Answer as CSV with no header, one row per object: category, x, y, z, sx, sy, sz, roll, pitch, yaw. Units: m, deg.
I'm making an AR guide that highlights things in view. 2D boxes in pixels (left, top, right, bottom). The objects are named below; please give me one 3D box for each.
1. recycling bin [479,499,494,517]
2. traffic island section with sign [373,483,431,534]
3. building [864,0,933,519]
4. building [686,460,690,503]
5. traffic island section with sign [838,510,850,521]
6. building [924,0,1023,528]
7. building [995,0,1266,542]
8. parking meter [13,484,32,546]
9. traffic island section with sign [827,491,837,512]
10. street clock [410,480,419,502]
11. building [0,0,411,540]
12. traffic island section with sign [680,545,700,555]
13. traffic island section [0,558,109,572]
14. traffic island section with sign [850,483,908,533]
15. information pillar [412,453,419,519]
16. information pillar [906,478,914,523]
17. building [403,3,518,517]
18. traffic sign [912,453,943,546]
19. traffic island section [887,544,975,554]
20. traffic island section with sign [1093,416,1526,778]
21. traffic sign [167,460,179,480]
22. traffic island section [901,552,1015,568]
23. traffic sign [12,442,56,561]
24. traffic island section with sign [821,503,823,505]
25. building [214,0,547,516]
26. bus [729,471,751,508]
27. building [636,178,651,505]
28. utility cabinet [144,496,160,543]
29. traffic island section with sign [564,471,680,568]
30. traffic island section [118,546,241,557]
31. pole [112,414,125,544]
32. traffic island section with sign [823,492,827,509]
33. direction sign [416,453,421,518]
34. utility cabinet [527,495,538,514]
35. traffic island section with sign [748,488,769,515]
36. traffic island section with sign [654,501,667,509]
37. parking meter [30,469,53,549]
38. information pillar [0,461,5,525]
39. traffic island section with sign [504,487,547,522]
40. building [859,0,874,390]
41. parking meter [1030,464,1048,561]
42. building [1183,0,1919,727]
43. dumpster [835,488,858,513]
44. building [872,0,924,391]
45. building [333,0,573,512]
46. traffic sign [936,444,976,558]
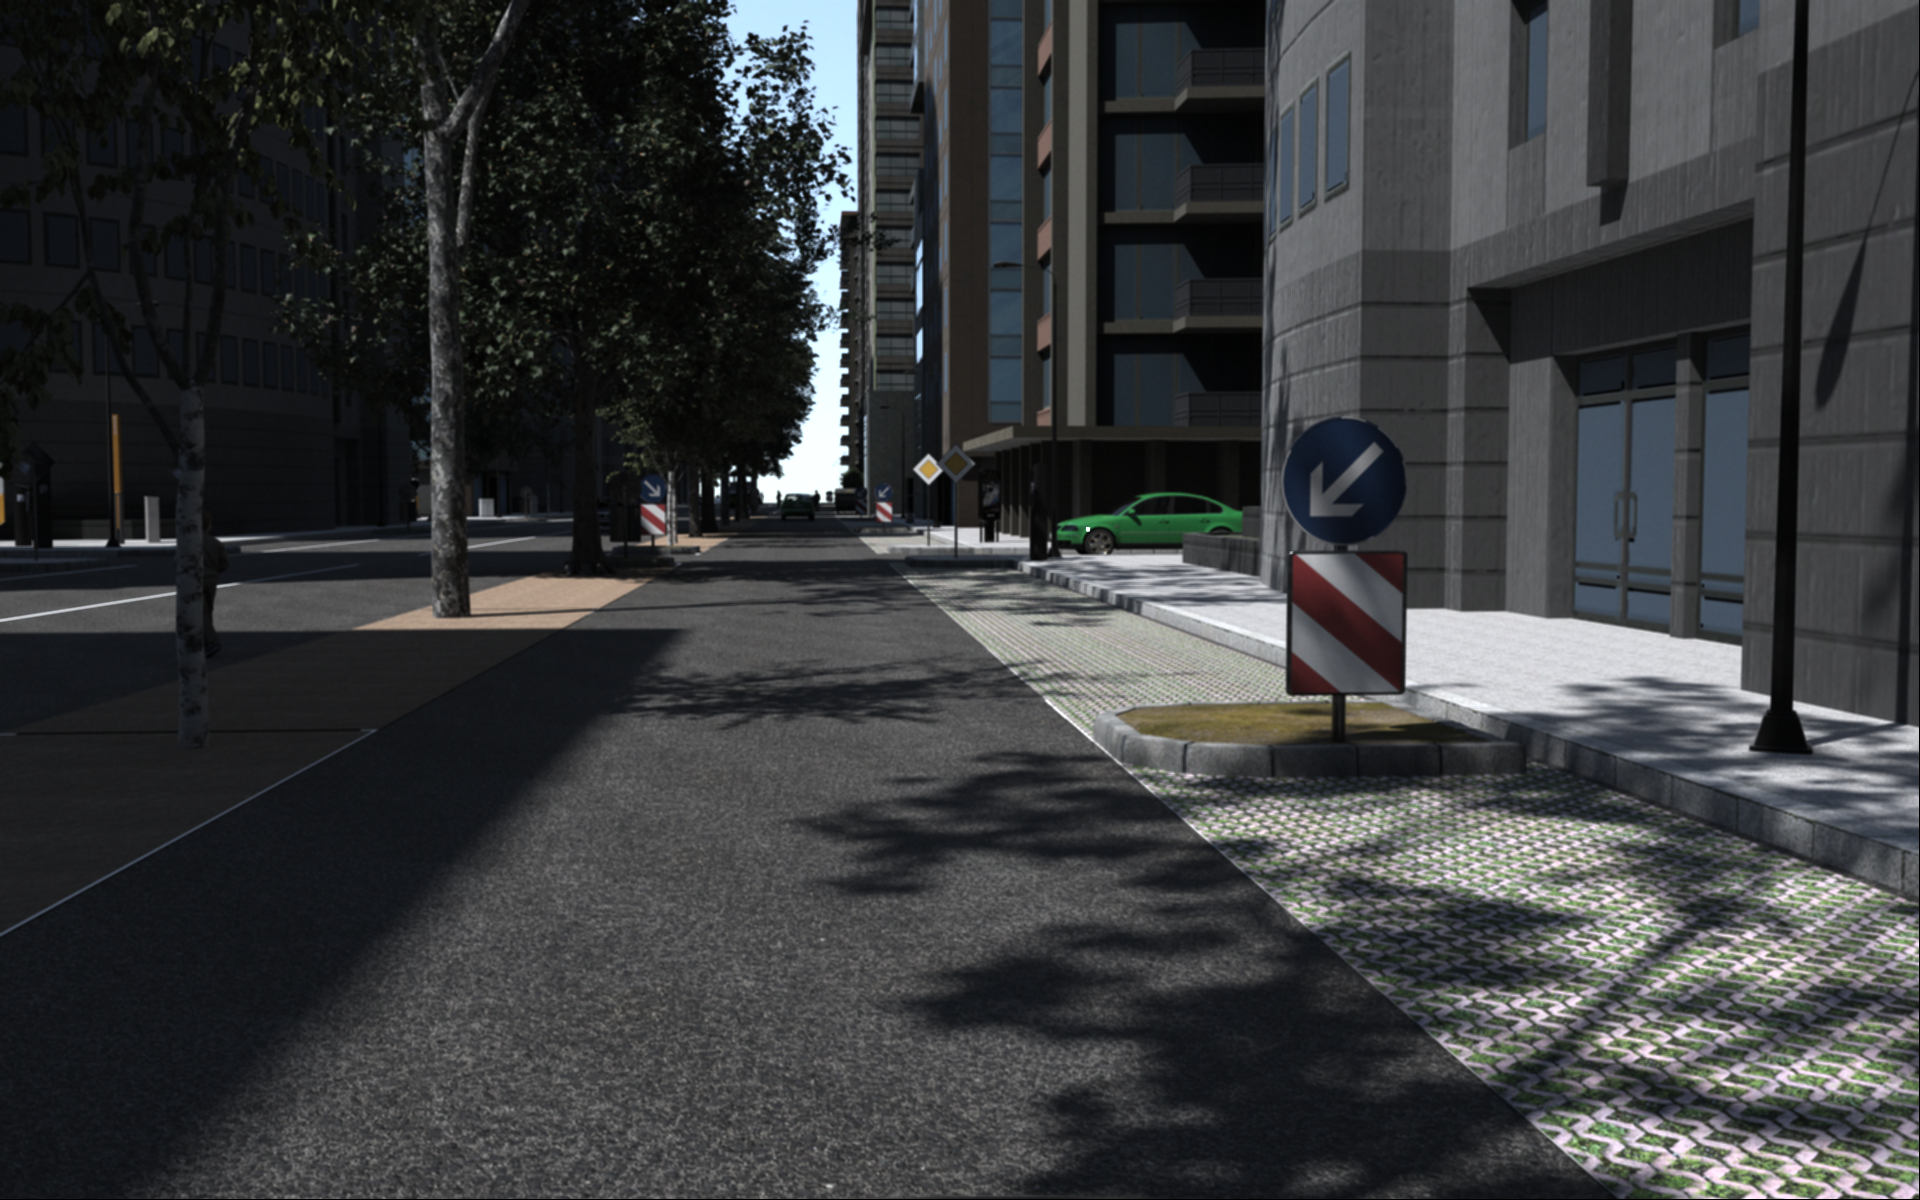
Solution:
recycling bin,-26.075,-5.066,95.383,0.722,1.027,0.722,-2,4,-24
traffic island section with sign,-20.404,-3.375,63.817,1.989,1.847,2.006,0,4,-5
building,5.897,-48.231,101.253,22.319,86.520,31.000,0,4,-5
building,-47.093,-35.331,261.250,14.154,41.232,14.086,0,4,-5
traffic island section with sign,-5.369,-5.092,91.881,1.989,1.847,2.006,0,4,-5
building,5.861,-25.794,71.849,14.600,45.320,14.200,0,4,-5
building,14.790,-24.449,54.367,28.867,44.769,22.147,0,4,-5
parking meter,-23.078,-2.094,42.651,0.372,1.533,0.369,0,3,0
traffic island section with sign,-9.734,-8.167,142.155,1.989,1.847,2.006,0,4,-5
street clock,-28.043,-5.168,89.063,0.471,2.002,0.358,-1,4,-20
building,-32.918,-31.566,58.111,21.231,58.520,28.212,0,4,-5
traffic island section with sign,-7.351,-2.058,41.792,2.006,1.907,1.989,0,4,-5
traffic island section,-17.734,-0.669,33.221,2.009,0.180,2.903,0,4,-5
traffic island section with sign,-2.972,-3.416,64.485,1.989,1.847,2.006,0,4,-5
information pillar,-28.475,-6.067,90.542,0.183,3.616,0.504,1,4,10
information pillar,-2.227,-4.426,76.864,0.304,2.012,0.304,-1,4,-18
building,-34.443,-27.613,101.590,14.600,45.320,14.200,0,4,-5
traffic sign,-0.774,-2.384,42.625,0.795,2.450,0.064,0,4,-5
traffic island section,-0.751,-1.249,42.704,2.009,0.180,2.903,0,4,-5
traffic island section with sign,1.801,-0.062,9.647,1.989,1.847,2.006,0,4,-5
traffic sign,-18.404,-2.292,41.117,0.795,2.450,0.064,0,4,-5
traffic island section,-0.059,-0.763,34.749,2.009,0.180,2.903,0,4,-5
traffic sign,-17.711,-1.805,33.162,0.795,2.450,0.064,0,4,-5
traffic island section with sign,-16.883,-13.187,224.238,1.989,1.847,2.006,0,4,-5
building,-39.036,-35.833,127.874,21.231,58.520,28.212,0,4,-5
bus,-22.481,-11.461,178.933,2.896,3.916,12.252,0,4,-4
building,-39.717,-30.226,177.797,14.154,41.232,14.086,0,4,-5
utility cabinet,-21.451,-2.132,46.021,0.306,1.237,1.020,-2,4,-29
traffic island section with sign,-6.718,-1.607,34.411,2.006,1.907,1.989,0,4,-5
traffic island section,-18.426,-1.156,41.177,2.009,0.180,2.903,0,4,-5
pole,-21.609,-3.096,44.460,0.158,3.312,0.155,0,3,0
traffic island section with sign,-12.072,-9.809,169.009,1.989,1.847,2.006,0,4,-5
direction sign,-28.635,-6.074,91.314,0.379,3.537,0.876,-1,4,-13
utility cabinet,-27.152,-6.036,109.854,0.306,1.237,1.020,1,4,14
traffic island section with sign,-13.874,-6.637,116.648,2.006,1.907,1.989,0,4,-5
traffic island section with sign,-29.439,-9.720,167.556,1.989,1.847,2.006,0,4,-5
parking meter,-21.690,-2.151,40.883,0.255,1.863,0.399,3,5,39
information pillar,-25.169,-3.286,45.073,0.504,3.616,0.183,-1,4,-9
traffic island section with sign,-22.761,-5.029,90.849,1.989,1.847,2.006,0,4,-5
building,4.370,-36.154,180.352,28.713,52.752,27.495,0,4,-5
parking meter,1.521,-1.699,33.496,0.255,1.863,0.399,-1,4,-15
building,14.700,-29.260,20.409,21.231,58.520,28.212,0,4,-5
dumpster,-8.565,-7.522,131.200,1.865,1.857,1.264,0,4,-6
building,0.487,-27.243,129.024,14.154,41.232,14.086,0,4,-5
building,-41.341,-37.550,155.940,21.231,58.520,28.212,0,4,-5
traffic sign,-0.082,-1.898,34.670,0.795,2.450,0.064,0,4,-5
